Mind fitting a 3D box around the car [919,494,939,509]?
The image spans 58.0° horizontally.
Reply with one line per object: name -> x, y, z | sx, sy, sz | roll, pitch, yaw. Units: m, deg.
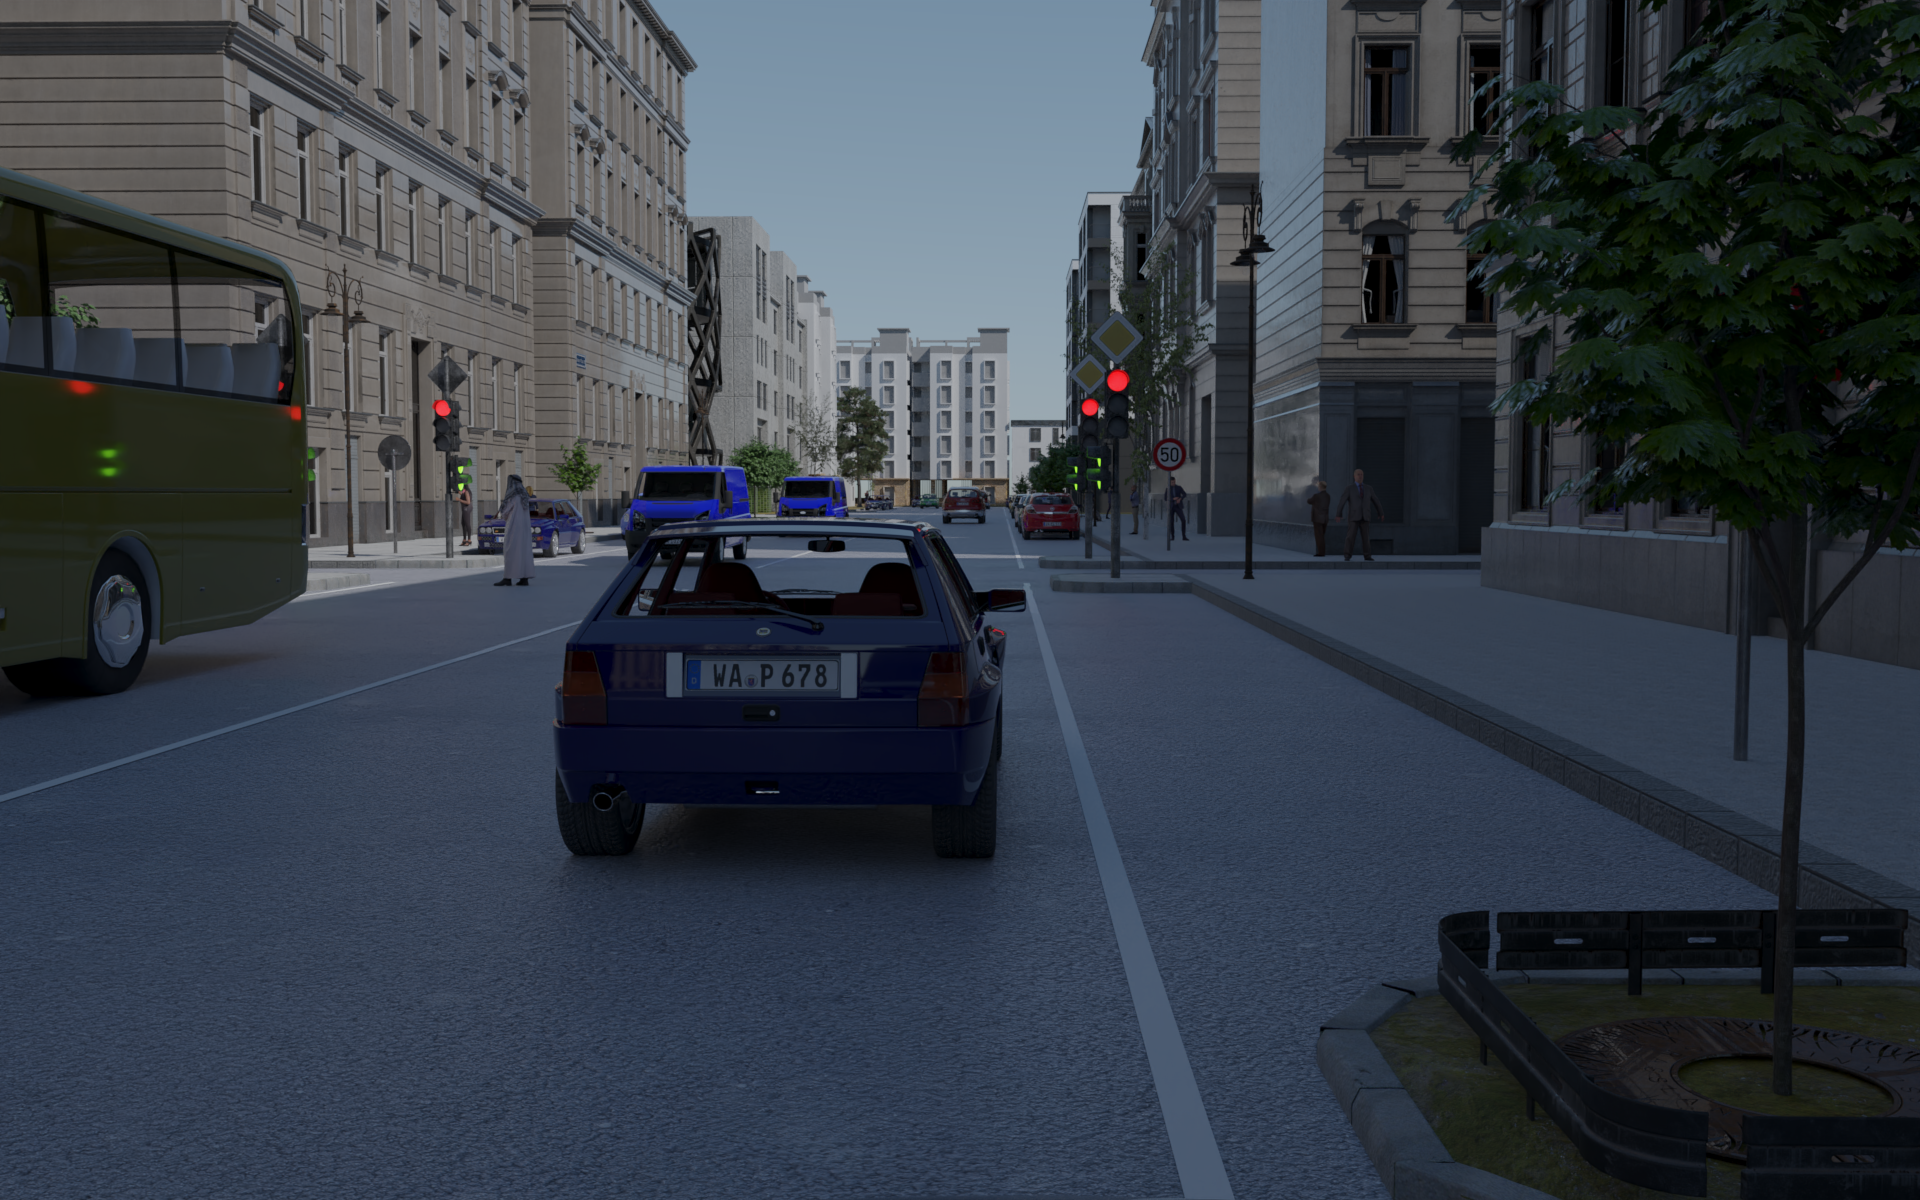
car -> -2.994, -9.892, 170.528 | 1.959, 1.807, 4.718 | 0, 4, 1

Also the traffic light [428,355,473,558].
traffic light -> -10.218, -2.776, 34.630 | 0.839, 4.213, 0.868 | 0, 4, 1

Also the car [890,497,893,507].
car -> -7.116, -9.035, 160.307 | 1.945, 1.354, 3.894 | 0, 3, 0

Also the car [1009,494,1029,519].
car -> 3.923, -5.682, 102.690 | 2.009, 1.686, 4.222 | 0, 4, 3

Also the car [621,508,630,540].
car -> -9.634, -2.779, 55.021 | 1.945, 1.707, 3.694 | 0, 4, 2

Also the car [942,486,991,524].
car -> 0.222, -4.686, 85.296 | 2.281, 1.827, 5.304 | 0, 4, 2

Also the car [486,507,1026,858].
car -> -0.659, 0.269, 8.181 | 1.945, 1.354, 3.894 | 0, 4, 2

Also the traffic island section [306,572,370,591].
traffic island section -> -10.441, -0.275, 26.781 | 2.009, 0.180, 2.903 | 0, 4, 1

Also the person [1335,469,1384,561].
person -> 7.691, -1.631, 33.259 | 0.990, 1.755, 0.434 | 0, 4, -4

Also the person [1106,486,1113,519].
person -> 7.822, -5.048, 89.491 | 0.530, 1.710, 0.541 | -1, 4, -13

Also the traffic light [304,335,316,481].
traffic light -> -10.401, -2.288, 26.647 | 0.839, 4.213, 0.868 | 0, 4, 1

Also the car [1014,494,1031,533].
car -> 3.080, -3.218, 64.410 | 2.131, 1.459, 4.920 | 0, 4, 1

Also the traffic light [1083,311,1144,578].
traffic light -> 2.357, -2.271, 26.372 | 0.839, 4.213, 0.868 | 0, 4, 1

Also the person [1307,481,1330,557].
person -> 7.338, -1.659, 35.445 | 0.482, 1.546, 0.388 | -2, 4, -34

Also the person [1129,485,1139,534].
person -> 5.534, -2.874, 55.091 | 0.319, 1.574, 0.516 | 1, 4, 19

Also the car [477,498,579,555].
car -> -9.917, -1.689, 40.195 | 1.945, 1.354, 3.894 | 0, 4, 2

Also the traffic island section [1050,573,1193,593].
traffic island section -> 2.397, -0.257, 26.484 | 2.009, 0.180, 2.903 | 0, 4, 1

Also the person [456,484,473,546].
person -> -12.202, -2.142, 42.541 | 0.593, 1.643, 0.415 | 2, 4, 33

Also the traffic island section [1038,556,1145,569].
traffic island section -> 2.580, -0.745, 34.467 | 2.009, 0.180, 2.903 | 0, 4, 1

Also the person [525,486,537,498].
person -> -12.182, -2.473, 49.011 | 0.480, 1.512, 0.613 | -1, 4, -13

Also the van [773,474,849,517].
van -> -5.027, -3.351, 59.171 | 2.240, 2.365, 5.245 | 0, 4, 2

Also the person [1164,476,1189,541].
person -> 5.968, -2.516, 47.628 | 0.683, 1.767, 0.568 | 0, 4, 0

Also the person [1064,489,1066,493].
person -> 8.450, -8.344, 143.271 | 0.742, 1.727, 0.445 | 1, 4, 19

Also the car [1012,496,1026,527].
car -> 3.328, -3.887, 75.917 | 2.083, 1.381, 4.827 | 0, 4, 2

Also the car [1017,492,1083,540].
car -> 2.898, -2.853, 55.688 | 2.155, 1.783, 4.494 | 0, 4, 1

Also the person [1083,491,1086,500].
person -> 8.437, -6.587, 113.758 | 0.705, 1.823, 1.348 | -2, 4, -27

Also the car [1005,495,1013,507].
car -> 5.742, -10.541, 184.919 | 1.945, 1.354, 3.894 | 0, 4, 1

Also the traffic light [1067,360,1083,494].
traffic light -> 2.540, -2.759, 34.355 | 0.839, 4.213, 0.868 | 0, 4, 1

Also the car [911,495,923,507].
car -> -4.197, -10.565, 185.316 | 1.945, 1.354, 3.894 | 0, 4, 3

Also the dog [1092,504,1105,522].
dog -> 6.457, -4.058, 80.722 | 0.800, 0.831, 0.513 | 1, 4, 14

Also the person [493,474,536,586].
person -> -6.959, -1.097, 27.100 | 0.621, 1.740, 0.551 | 0, 4, 2

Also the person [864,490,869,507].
person -> -9.082, -9.848, 168.534 | 0.415, 1.643, 0.593 | 1, 4, 21

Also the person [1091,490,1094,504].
person -> 8.145, -6.142, 108.678 | 0.471, 1.553, 0.569 | -2, 4, -35

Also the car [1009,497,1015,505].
car -> 4.309, -6.335, 115.576 | 2.014, 1.417, 4.499 | 0, 4, 0

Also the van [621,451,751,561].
van -> -5.652, -1.954, 36.332 | 2.240, 2.365, 5.245 | 0, 4, 1

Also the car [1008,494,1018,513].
car -> 4.893, -8.008, 141.148 | 2.015, 1.641, 3.980 | 0, 4, 3

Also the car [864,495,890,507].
car -> -7.358, -8.470, 151.057 | 1.945, 1.354, 3.894 | 0, 4, 0
